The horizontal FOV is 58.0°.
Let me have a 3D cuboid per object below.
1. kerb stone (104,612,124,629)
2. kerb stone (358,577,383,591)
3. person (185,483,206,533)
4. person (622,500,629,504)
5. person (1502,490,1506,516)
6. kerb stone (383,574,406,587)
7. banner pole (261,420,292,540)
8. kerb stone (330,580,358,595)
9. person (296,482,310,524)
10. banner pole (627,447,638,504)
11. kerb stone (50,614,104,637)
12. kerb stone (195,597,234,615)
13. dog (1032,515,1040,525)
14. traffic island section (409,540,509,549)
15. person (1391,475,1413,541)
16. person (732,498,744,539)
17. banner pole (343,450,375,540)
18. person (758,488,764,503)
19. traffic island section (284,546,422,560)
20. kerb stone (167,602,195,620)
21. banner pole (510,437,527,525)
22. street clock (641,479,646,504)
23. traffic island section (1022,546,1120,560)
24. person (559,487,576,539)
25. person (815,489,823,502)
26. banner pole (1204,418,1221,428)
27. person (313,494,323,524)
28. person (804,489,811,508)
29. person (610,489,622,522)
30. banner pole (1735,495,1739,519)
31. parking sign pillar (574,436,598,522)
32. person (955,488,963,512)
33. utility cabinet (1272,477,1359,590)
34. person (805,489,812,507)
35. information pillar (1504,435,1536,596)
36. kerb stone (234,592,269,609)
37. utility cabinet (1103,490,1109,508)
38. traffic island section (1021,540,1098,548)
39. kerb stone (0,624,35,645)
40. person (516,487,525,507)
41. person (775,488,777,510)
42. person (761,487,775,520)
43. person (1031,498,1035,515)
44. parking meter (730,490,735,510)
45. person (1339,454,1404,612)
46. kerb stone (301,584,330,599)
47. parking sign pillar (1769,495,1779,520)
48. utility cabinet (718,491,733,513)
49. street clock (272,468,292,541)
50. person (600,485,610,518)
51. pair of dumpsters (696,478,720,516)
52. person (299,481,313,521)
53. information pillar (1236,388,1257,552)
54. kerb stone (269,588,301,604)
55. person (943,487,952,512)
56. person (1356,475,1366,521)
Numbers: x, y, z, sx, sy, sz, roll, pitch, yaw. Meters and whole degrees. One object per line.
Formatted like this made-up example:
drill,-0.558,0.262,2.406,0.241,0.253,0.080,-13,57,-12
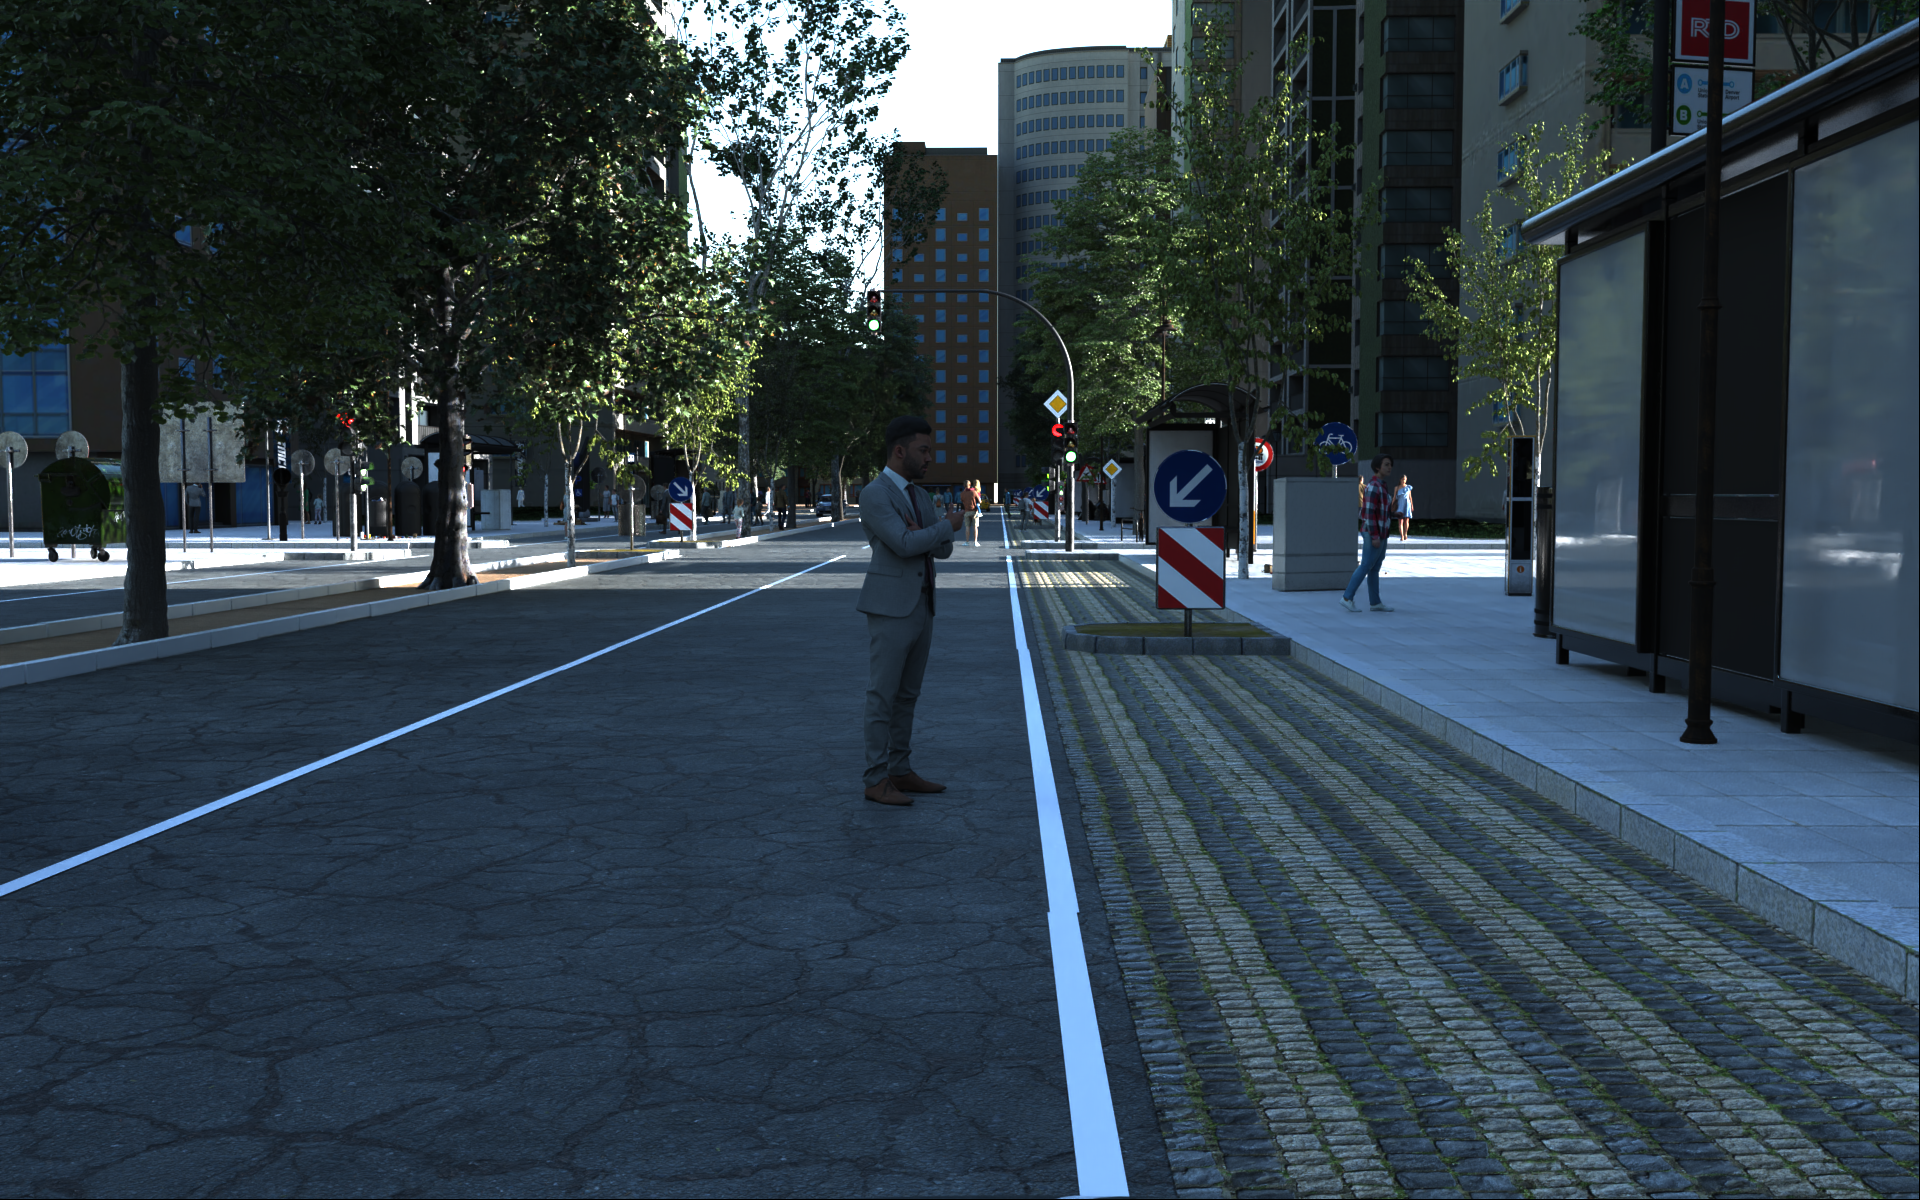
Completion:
kerb stone,-9.076,0.213,18.715,0.120,0.150,1.000,0,4,1
kerb stone,-8.909,-0.224,25.902,0.120,0.150,1.000,0,4,1
person,-25.042,-3.086,56.688,0.592,1.802,0.473,1,4,10
person,-19.380,-5.761,100.439,0.606,1.804,0.583,-2,4,-31
person,18.941,-3.224,59.503,0.466,1.731,0.760,-2,4,-27
kerb stone,-8.890,-0.290,26.934,0.120,0.150,1.000,0,4,1
banner pole,-19.184,-3.583,48.601,0.863,3.779,0.401,-1,4,-19
kerb stone,-8.935,-0.158,24.871,0.120,0.150,1.000,0,4,1
person,-27.996,-4.144,74.045,0.600,1.795,0.529,3,4,36
banner pole,-17.414,-6.265,92.456,0.401,3.779,0.863,3,5,44
kerb stone,-9.096,0.275,17.694,0.120,0.150,1.000,0,4,1
kerb stone,-9.021,0.088,20.766,0.120,0.150,1.000,0,4,1
dog,3.443,-3.579,77.799,0.540,0.507,0.406,1,4,15
traffic island section,-13.493,-1.513,47.021,2.009,0.180,2.903,0,4,1
person,12.161,-2.541,47.678,0.616,1.811,0.778,1,4,17
person,-6.693,-2.428,52.471,0.425,1.301,0.394,1,4,20
banner pole,-16.792,-3.564,48.292,0.863,3.779,0.401,-2,4,-31
person,-19.059,-9.741,165.175,0.709,1.838,0.599,-1,4,-21
traffic island section,-13.673,-1.025,39.038,2.009,0.180,2.903,0,4,1
kerb stone,-9.046,0.150,19.745,0.120,0.150,1.000,0,4,1
banner pole,-18.250,-4.970,71.284,0.863,3.779,0.401,0,4,5
street clock,-15.268,-4.809,83.197,0.358,2.002,0.471,-2,4,-31
traffic island section,2.464,-1.002,38.670,2.009,0.180,2.903,0,4,1
person,-12.434,-2.778,54.927,0.522,1.701,0.512,-1,4,-17
person,-14.468,-10.519,178.018,1.348,1.826,0.705,2,4,27
banner pole,7.157,-3.596,48.805,0.863,3.779,0.401,-3,4,-37
person,-27.199,-3.854,73.331,0.394,1.301,0.425,2,4,28
person,-14.417,-9.595,163.649,0.721,1.743,1.217,-3,4,-36
person,-15.698,-4.304,79.006,0.503,1.515,0.523,0,4,-5
banner pole,20.857,-3.460,46.594,0.401,3.779,0.863,0,4,7
parking sign pillar,-17.562,-5.625,80.439,1.447,3.967,1.447,0,4,2
person,-0.023,-6.185,109.638,0.660,1.820,0.620,1,4,10
utility cabinet,4.726,-0.879,23.044,1.173,1.500,0.318,-2,4,-25
person,-15.180,-10.145,172.439,0.750,1.759,0.617,-3,4,-36
information pillar,7.062,-1.061,21.847,0.304,2.012,0.304,1,4,9
kerb stone,-8.997,0.025,21.792,0.120,0.150,1.000,0,4,1
utility cabinet,7.847,-4.970,89.935,0.318,1.500,1.173,3,5,44
traffic island section,2.644,-1.491,46.653,2.009,0.180,2.903,0,4,1
kerb stone,-9.120,0.345,16.666,0.120,0.150,1.000,0,4,1
person,-30.558,-7.023,120.751,0.818,1.842,0.514,1,4,11
person,-14.874,-8.216,140.892,0.721,1.766,1.217,1,4,16
person,-10.796,-5.440,97.316,0.818,1.842,0.514,0,4,-3
person,4.077,-4.921,93.971,0.382,1.210,0.505,-1,4,-16
parking meter,-15.566,-6.713,118.163,0.372,1.533,0.369,0,3,0
person,4.495,-0.734,18.889,0.643,1.720,0.563,1,4,21
kerb stone,-8.960,-0.097,23.849,0.120,0.150,1.000,0,4,1
parking sign pillar,18.201,-2.986,37.298,1.447,3.967,1.447,1,4,13
utility cabinet,-15.385,-6.409,113.469,0.318,1.500,1.173,-3,5,-44
street clock,-18.534,-2.619,47.388,0.471,2.002,0.358,-2,4,-26
person,-18.868,-5.229,92.109,0.480,1.755,0.524,1,4,22
pair of dumpsters,-15.246,-6.098,102.199,1.574,2.255,4.437,0,4,1
person,-31.081,-4.696,82.189,0.648,1.900,0.474,-3,5,-40
information pillar,6.317,-2.874,38.349,0.504,3.616,0.183,-1,4,-15
kerb stone,-8.978,-0.038,22.821,0.120,0.150,1.000,0,4,1
person,-0.711,-5.968,105.936,0.638,1.841,0.748,3,4,39
person,11.893,-2.767,51.199,0.656,1.842,0.836,-3,5,-43
